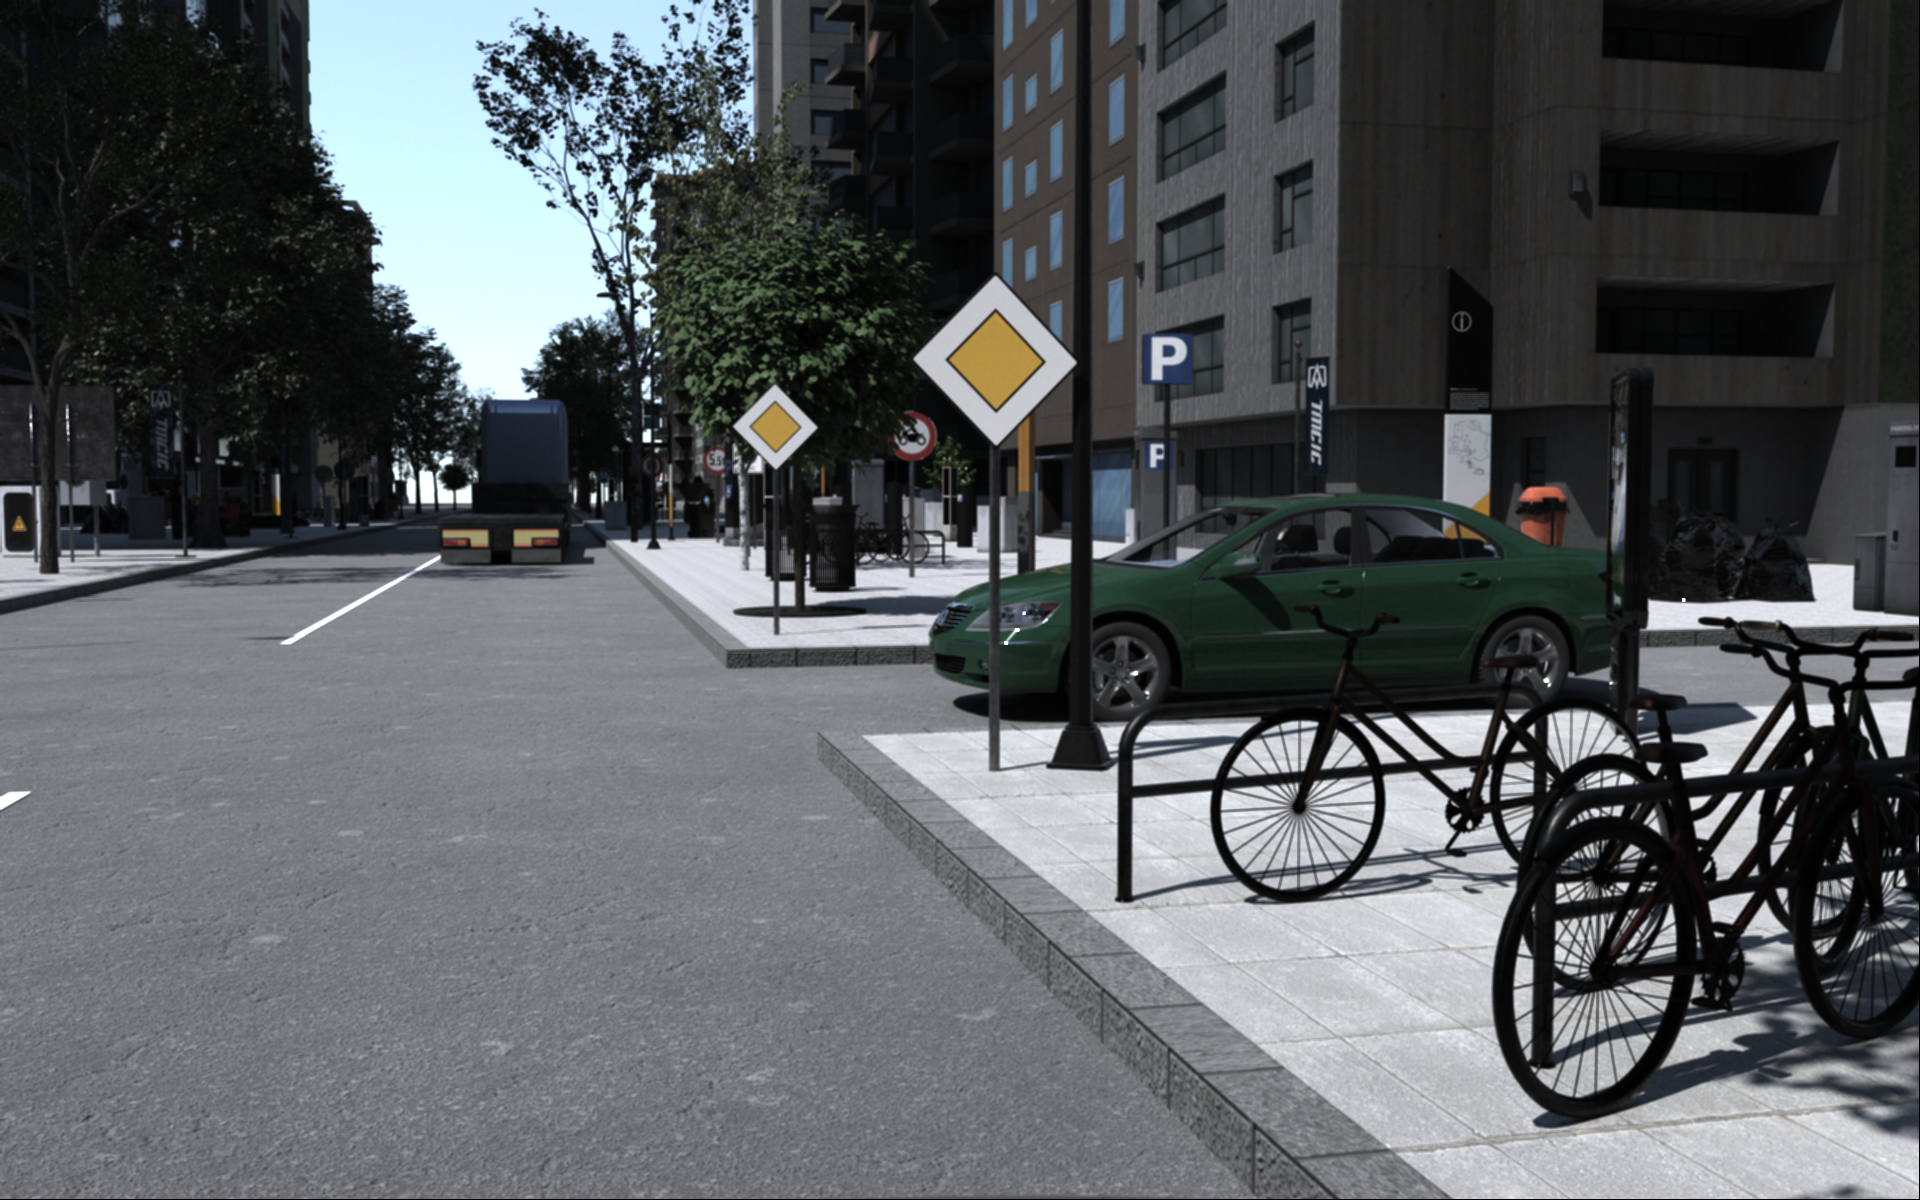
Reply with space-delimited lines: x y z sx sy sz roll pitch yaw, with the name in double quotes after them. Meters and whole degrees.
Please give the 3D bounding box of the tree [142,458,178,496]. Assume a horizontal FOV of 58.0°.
-35.480 -4.987 76.134 1.663 3.219 1.824 0 3 0 "tree"

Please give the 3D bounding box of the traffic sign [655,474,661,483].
-14.586 -5.023 82.240 0.768 2.556 0.104 0 4 -6 "traffic sign"

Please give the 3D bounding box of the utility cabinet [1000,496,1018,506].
1.332 -2.234 47.681 0.306 1.237 1.020 2 4 26 "utility cabinet"

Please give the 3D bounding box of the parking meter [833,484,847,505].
-3.111 -2.241 45.052 0.372 1.533 0.369 0 3 0 "parking meter"

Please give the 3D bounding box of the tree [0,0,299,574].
-14.640 -5.680 27.276 8.767 10.594 7.601 -1 4 -12 "tree"

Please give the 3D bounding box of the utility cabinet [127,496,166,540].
-23.090 -2.325 49.168 0.306 1.237 1.020 2 4 27 "utility cabinet"

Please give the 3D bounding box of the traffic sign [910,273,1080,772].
0.156 -0.264 7.963 0.795 2.450 0.064 -1 4 -13 "traffic sign"

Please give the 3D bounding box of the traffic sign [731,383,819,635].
-1.675 -0.740 15.736 0.795 2.450 0.064 -1 4 -13 "traffic sign"

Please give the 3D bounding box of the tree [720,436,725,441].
-8.668 -7.587 74.409 4.360 8.622 3.978 0 3 0 "tree"

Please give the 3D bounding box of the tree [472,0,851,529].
-10.328 -12.594 61.800 12.611 20.169 13.585 0 3 0 "tree"

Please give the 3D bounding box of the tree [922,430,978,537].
-0.432 -3.539 52.468 1.663 3.219 1.824 0 3 0 "tree"

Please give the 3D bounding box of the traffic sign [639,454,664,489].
-9.750 -3.345 54.804 0.768 2.556 0.104 -1 4 -11 "traffic sign"

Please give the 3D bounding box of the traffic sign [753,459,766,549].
-4.796 -2.470 40.380 0.884 2.594 0.081 -1 4 -10 "traffic sign"

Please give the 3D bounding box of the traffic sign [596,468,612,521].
-17.173 -5.106 83.588 0.768 2.556 0.104 -1 4 -12 "traffic sign"

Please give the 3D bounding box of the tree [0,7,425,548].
-18.077 -7.607 41.377 9.611 12.733 9.660 0 3 0 "tree"

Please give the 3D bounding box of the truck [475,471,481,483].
-37.770 -9.262 140.339 2.839 4.237 11.283 -1 4 -15 "truck"

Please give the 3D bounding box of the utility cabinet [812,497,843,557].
-2.746 -1.508 35.812 0.306 1.237 1.020 -2 4 -25 "utility cabinet"

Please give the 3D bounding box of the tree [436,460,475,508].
-46.060 -10.644 157.745 4.285 4.588 4.351 0 3 0 "tree"

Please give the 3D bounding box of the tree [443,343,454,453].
-31.338 -10.728 93.523 7.486 12.596 7.792 0 3 0 "tree"

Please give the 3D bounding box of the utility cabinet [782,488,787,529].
-5.878 -3.274 62.209 1.173 1.500 0.318 0 4 -7 "utility cabinet"

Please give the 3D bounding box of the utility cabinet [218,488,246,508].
-25.574 -3.176 60.603 0.318 1.500 1.173 2 4 33 "utility cabinet"

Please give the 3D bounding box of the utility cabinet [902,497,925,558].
-0.928 -1.456 34.966 0.306 1.237 1.020 -1 4 -12 "utility cabinet"

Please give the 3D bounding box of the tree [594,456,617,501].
-17.157 -5.636 86.748 1.663 3.219 1.824 0 3 0 "tree"

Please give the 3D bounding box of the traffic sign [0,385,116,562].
-17.016 -2.359 32.446 2.265 3.308 0.079 0 4 -8 "traffic sign"

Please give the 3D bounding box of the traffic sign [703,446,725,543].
-6.370 -2.776 45.501 0.768 2.556 0.104 -1 4 -9 "traffic sign"

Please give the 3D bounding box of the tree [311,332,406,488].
-25.212 -7.496 72.921 4.360 8.622 3.978 0 3 0 "tree"

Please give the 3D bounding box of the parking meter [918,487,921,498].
-1.285 -2.464 48.705 0.372 1.533 0.369 0 3 0 "parking meter"

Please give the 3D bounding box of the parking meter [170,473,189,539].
-22.103 -2.650 49.038 0.255 1.863 0.399 3 4 38 "parking meter"

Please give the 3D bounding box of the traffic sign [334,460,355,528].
-23.074 -3.966 64.942 0.768 2.556 0.104 0 4 -7 "traffic sign"

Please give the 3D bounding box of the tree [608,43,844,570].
-3.639 -4.789 28.668 4.737 8.622 4.395 0 3 0 "tree"

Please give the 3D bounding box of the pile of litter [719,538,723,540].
-6.069 -2.149 49.108 1.719 0.858 1.176 0 4 -4 "pile of litter"

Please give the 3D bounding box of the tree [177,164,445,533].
-21.795 -8.443 56.168 7.486 12.596 7.792 0 3 0 "tree"

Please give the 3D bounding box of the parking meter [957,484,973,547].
0.118 -2.042 41.796 0.372 1.533 0.369 0 3 0 "parking meter"

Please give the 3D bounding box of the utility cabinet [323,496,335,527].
-24.963 -3.508 68.514 0.306 1.237 1.020 -1 4 -11 "utility cabinet"

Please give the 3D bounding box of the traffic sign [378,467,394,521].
-27.306 -5.035 82.427 0.768 2.556 0.104 -1 4 -12 "traffic sign"

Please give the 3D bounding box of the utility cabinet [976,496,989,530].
1.082 -3.121 62.187 1.020 1.237 0.306 2 4 33 "utility cabinet"

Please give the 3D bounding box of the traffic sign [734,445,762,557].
-4.320 -2.032 35.358 0.606 2.300 0.079 0 4 -7 "traffic sign"

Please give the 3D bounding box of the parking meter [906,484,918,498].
-1.324 -2.065 42.177 0.372 1.533 0.369 0 3 0 "parking meter"

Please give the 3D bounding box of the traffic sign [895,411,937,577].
-0.739 -1.621 26.604 0.768 2.556 0.104 -1 4 -10 "traffic sign"

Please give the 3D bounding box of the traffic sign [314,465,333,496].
-27.975 -4.653 76.178 0.768 2.556 0.104 -1 4 -13 "traffic sign"

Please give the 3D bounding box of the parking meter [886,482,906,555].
-1.390 -1.734 36.769 0.372 1.533 0.369 0 3 0 "parking meter"

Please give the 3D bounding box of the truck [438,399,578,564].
-11.169 -3.299 43.695 2.967 4.110 18.799 -1 4 -12 "truck"

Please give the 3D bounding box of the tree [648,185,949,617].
-1.663 -2.135 18.623 4.285 4.588 4.351 0 3 0 "tree"
